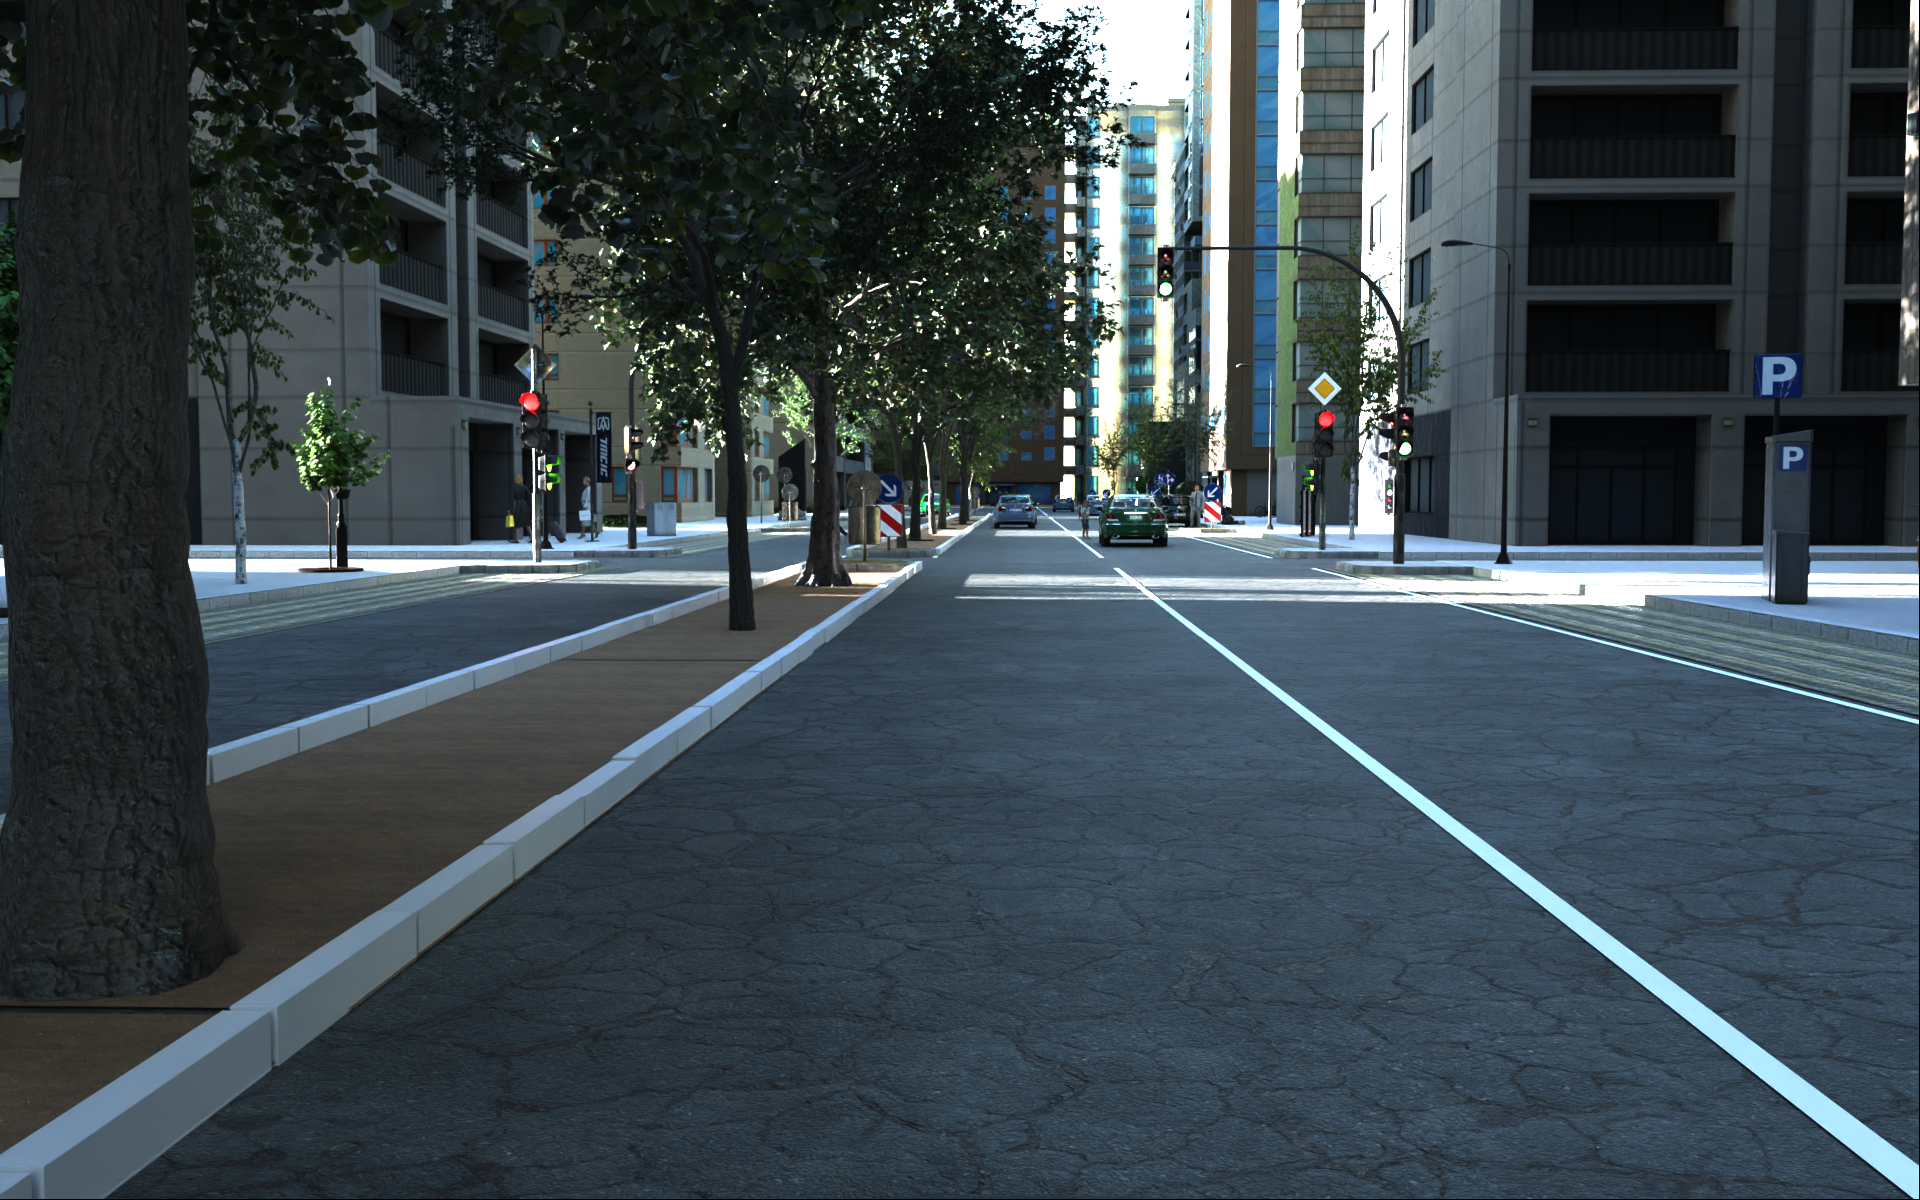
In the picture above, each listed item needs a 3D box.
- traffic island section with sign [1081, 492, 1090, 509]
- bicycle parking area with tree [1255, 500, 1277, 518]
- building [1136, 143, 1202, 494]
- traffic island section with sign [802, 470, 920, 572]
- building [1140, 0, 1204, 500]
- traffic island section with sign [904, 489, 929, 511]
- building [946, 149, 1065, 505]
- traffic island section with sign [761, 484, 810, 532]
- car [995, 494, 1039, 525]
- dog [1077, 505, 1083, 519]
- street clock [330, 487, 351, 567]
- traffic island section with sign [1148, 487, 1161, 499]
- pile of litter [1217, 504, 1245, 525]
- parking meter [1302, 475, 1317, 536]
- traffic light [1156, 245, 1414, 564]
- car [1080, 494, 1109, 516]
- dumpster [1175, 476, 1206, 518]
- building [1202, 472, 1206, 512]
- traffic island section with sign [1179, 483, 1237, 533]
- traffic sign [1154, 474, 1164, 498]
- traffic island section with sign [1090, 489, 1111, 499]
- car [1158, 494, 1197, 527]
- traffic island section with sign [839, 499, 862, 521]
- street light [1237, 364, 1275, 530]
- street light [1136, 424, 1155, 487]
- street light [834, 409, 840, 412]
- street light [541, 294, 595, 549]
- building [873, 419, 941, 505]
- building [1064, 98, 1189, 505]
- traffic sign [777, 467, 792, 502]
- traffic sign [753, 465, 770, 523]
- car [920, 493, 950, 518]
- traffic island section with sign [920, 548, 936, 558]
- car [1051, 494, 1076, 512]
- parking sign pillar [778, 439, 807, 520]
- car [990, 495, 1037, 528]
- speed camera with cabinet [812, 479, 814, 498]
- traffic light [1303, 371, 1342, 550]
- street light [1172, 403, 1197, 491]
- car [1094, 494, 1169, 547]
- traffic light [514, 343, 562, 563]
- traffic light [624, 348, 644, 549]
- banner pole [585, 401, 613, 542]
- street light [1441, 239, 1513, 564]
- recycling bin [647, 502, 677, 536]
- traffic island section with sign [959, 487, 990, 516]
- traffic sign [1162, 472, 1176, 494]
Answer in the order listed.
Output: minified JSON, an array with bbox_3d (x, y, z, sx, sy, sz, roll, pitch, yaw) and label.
[{"bbox_3d":[12.786,-9.798,168.825,1.989,1.847,2.006,0,4,2],"label":"traffic island section with sign"},{"bbox_3d":[20.771,-6.449,92.451,9.016,4.147,8.231,0,4,-3],"label":"bicycle parking area with tree"},{"bbox_3d":[34.427,-29.536,174.801,32.217,40.220,23.993,0,4,2],"label":"building"},{"bbox_3d":[-1.851,-1.490,32.495,2.006,1.907,1.989,0,4,2],"label":"traffic island section with sign"},{"bbox_3d":[27.706,-50.960,145.864,22.319,86.520,31.000,0,4,2],"label":"building"},{"bbox_3d":[-3.838,-8.186,142.471,1.989,1.847,2.006,0,4,2],"label":"traffic island section with sign"},{"bbox_3d":[5.248,-34.093,207.530,14.200,45.320,14.600,0,4,2],"label":"building"},{"bbox_3d":[-6.463,-3.506,65.946,1.989,1.847,2.006,0,4,2],"label":"traffic island section with sign"},{"bbox_3d":[2.742,-4.346,82.862,2.131,1.459,4.920,0,4,1],"label":"car"},{"bbox_3d":[6.748,-4.728,94.135,0.800,0.831,0.513,0,4,-2],"label":"dog"},{"bbox_3d":[-10.619,-1.538,29.709,0.358,2.002,0.471,-1,4,-22],"label":"street clock"},{"bbox_3d":[10.159,-5.100,92.016,1.989,1.847,2.006,0,4,2],"label":"traffic island section with sign"},{"bbox_3d":[11.435,-3.606,72.924,1.176,0.858,1.719,0,4,3],"label":"pile of litter"},{"bbox_3d":[10.790,-2.924,53.525,0.399,1.863,0.255,3,4,37],"label":"parking meter"},{"bbox_3d":[5.958,-3.490,31.734,4.771,5.953,1.251,0,4,2],"label":"traffic light"},{"bbox_3d":[7.936,-5.398,100.264,2.014,1.417,4.499,0,4,3],"label":"car"},{"bbox_3d":[12.238,-5.476,92.023,1.502,2.255,1.985,0,4,2],"label":"dumpster"},{"bbox_3d":[24.434,-21.618,125.162,14.160,30.474,14.107,0,4,2],"label":"building"},{"bbox_3d":[9.207,-3.416,64.481,1.989,1.847,2.006,0,4,2],"label":"traffic island section with sign"},{"bbox_3d":[12.843,-6.794,111.189,0.768,2.556,0.104,0,4,3],"label":"traffic sign"},{"bbox_3d":[11.859,-8.150,141.886,1.989,1.847,2.006,0,4,2],"label":"traffic island section with sign"},{"bbox_3d":[9.341,-4.017,75.471,2.009,1.686,4.222,0,4,1],"label":"car"},{"bbox_3d":[-5.540,-5.153,92.885,1.989,1.847,2.006,0,4,2],"label":"traffic island section with sign"},{"bbox_3d":[10.566,-5.467,61.932,1.470,5.913,1.316,0,4,2],"label":"street light"},{"bbox_3d":[12.370,-8.703,114.837,1.470,5.913,1.316,0,4,2],"label":"street light"},{"bbox_3d":[-7.262,-7.497,95.110,1.470,5.913,1.316,0,4,2],"label":"street light"},{"bbox_3d":[-9.155,-4.146,40.321,1.470,5.913,1.316,0,4,2],"label":"street light"},{"bbox_3d":[-8.892,-26.723,208.616,14.107,30.474,14.160,0,4,2],"label":"building"},{"bbox_3d":[27.880,-36.245,212.219,30.456,49.044,23.786,0,4,2],"label":"building"},{"bbox_3d":[-8.261,-4.975,81.449,0.768,2.556,0.104,1,4,11],"label":"traffic sign"},{"bbox_3d":[-8.696,-4.627,75.765,0.768,2.556,0.104,1,4,10],"label":"traffic sign"},{"bbox_3d":[-1.571,-6.004,106.961,1.959,1.807,4.718,0,4,3],"label":"car"},{"bbox_3d":[-1.588,-1.943,39.897,2.006,1.907,1.989,0,4,2],"label":"traffic island section with sign"},{"bbox_3d":[8.363,-7.829,140.004,2.014,1.417,4.499,0,4,4],"label":"car"},{"bbox_3d":[-8.198,-5.887,84.722,1.447,3.967,1.447,0,4,5],"label":"parking sign pillar"},{"bbox_3d":[2.293,-3.756,73.421,2.014,1.417,4.499,0,4,1],"label":"car"},{"bbox_3d":[-7.859,-6.395,98.897,0.660,3.252,2.038,1,4,13],"label":"speed camera with cabinet"},{"bbox_3d":[8.325,-3.111,39.784,0.839,4.253,0.868,0,4,2],"label":"traffic light"},{"bbox_3d":[11.471,-7.080,88.295,1.470,5.913,1.316,0,4,2],"label":"street light"},{"bbox_3d":[4.852,-2.259,48.738,2.131,1.459,4.920,0,4,3],"label":"car"},{"bbox_3d":[-7.901,-2.655,32.333,0.839,4.253,0.868,0,4,2],"label":"traffic light"},{"bbox_3d":[-5.533,-4.013,40.277,4.771,5.953,1.251,0,4,2],"label":"traffic light"},{"bbox_3d":[-9.713,-3.460,46.592,0.863,3.779,0.401,1,4,19],"label":"banner pole"},{"bbox_3d":[9.471,-3.621,31.742,1.470,5.913,1.316,0,4,2],"label":"street light"},{"bbox_3d":[-9.179,-2.490,53.274,0.722,1.027,0.722,-2,4,-31],"label":"recycling bin"},{"bbox_3d":[0.976,-6.536,114.992,2.006,1.907,1.989,0,4,2],"label":"traffic island section with sign"},{"bbox_3d":[12.222,-6.191,101.322,0.768,2.556,0.104,1,4,11],"label":"traffic sign"}]
